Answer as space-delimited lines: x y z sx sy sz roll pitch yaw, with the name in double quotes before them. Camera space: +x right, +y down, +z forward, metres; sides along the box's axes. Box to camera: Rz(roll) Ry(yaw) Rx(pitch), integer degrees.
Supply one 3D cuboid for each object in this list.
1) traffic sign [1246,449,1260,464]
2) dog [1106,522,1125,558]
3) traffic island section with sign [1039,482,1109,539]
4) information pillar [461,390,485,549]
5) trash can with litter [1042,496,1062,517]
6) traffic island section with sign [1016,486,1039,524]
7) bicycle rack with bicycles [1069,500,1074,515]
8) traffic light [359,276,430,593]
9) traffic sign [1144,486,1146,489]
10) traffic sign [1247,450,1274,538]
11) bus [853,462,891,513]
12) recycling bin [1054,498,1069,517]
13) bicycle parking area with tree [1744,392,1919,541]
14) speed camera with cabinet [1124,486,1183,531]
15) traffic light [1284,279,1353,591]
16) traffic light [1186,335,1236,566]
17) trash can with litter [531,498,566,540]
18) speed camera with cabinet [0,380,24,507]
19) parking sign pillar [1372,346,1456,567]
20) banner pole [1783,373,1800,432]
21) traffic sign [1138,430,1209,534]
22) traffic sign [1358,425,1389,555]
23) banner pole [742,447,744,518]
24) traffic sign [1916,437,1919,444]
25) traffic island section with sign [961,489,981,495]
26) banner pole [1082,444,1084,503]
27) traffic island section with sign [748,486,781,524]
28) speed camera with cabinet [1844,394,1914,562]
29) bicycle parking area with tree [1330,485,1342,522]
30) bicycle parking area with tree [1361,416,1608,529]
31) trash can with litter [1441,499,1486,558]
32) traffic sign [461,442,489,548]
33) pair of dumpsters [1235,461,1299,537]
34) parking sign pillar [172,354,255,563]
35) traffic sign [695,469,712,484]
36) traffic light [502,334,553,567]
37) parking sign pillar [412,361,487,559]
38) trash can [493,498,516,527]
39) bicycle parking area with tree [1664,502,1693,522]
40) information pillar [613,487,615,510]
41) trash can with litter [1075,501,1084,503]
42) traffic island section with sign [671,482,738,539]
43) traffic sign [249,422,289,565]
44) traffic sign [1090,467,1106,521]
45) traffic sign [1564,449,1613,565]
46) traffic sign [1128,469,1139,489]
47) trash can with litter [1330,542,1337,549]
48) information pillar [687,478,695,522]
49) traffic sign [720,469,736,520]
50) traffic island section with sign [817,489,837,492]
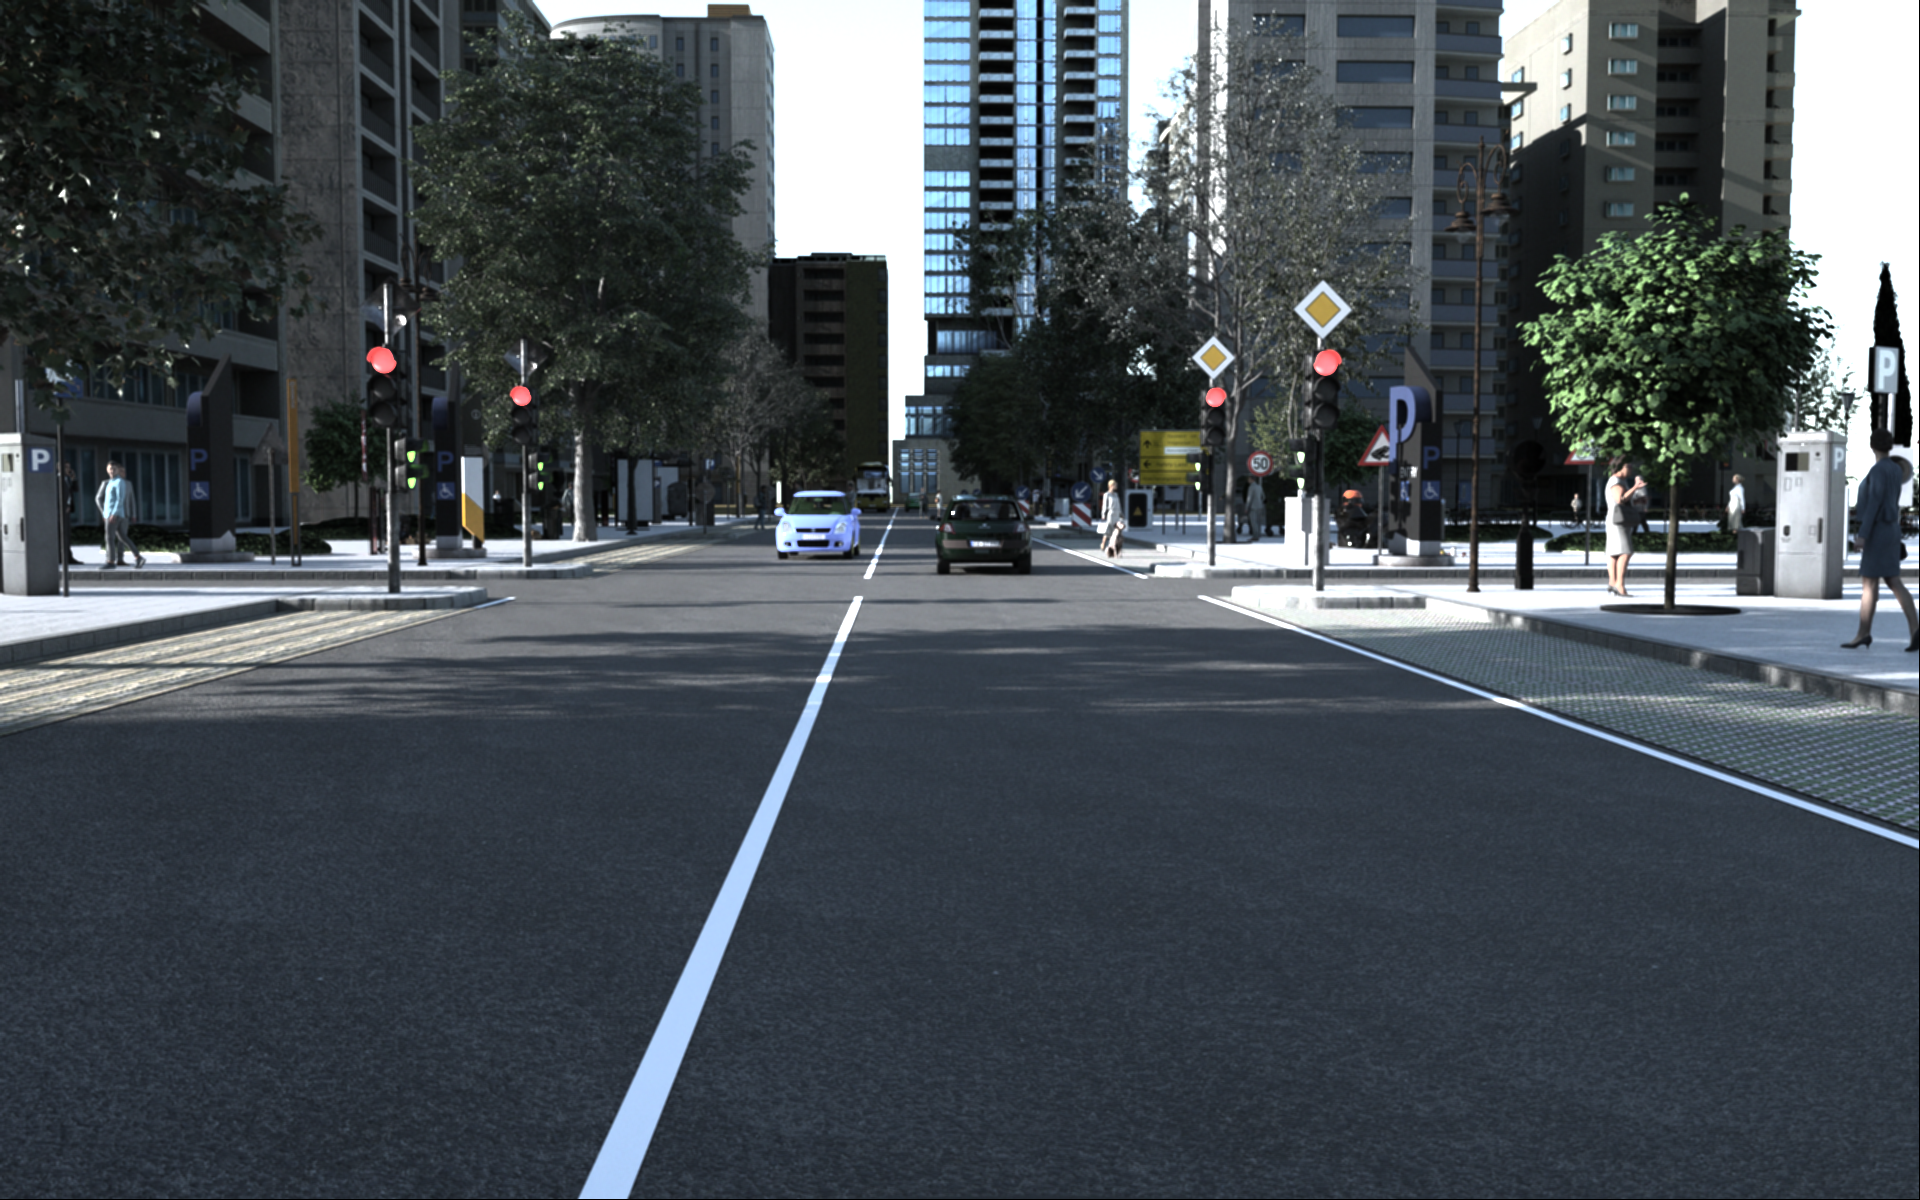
"traffic sign" 8.809 -3.126 50.842 0.795 2.593 0.064 0 4 7
"dog" 3.547 -1.353 38.958 0.513 0.831 0.800 1 4 18
"traffic island section with sign" 3.702 -2.866 55.482 1.989 1.847 2.006 0 4 -2
"information pillar" -10.924 -2.905 38.856 0.504 3.616 0.183 -3 5 -43
"trash can with litter" 5.142 -5.211 96.580 1.055 1.170 0.624 -3 5 -40
"traffic island section with sign" 2.826 -4.513 82.423 1.989 1.847 2.006 0 4 -2
"bicycle rack with bicycles" 6.668 -5.617 105.214 2.925 0.926 2.852 2 4 25
"traffic light" -7.333 -2.047 22.392 0.839 4.253 0.868 0 4 -2
"traffic sign" 8.347 -4.772 78.134 0.768 2.556 0.104 0 4 6
"traffic sign" 8.756 -3.086 50.558 0.768 2.556 0.104 0 4 3
"bus" -7.074 -8.915 137.313 2.896 3.916 12.252 0 4 -4
"recycling bin" 5.800 -5.313 99.416 0.722 1.027 0.722 2 4 33
"bicycle parking area with tree" 26.576 -3.668 46.974 9.016 4.147 8.231 -2 4 -26
"speed camera with cabinet" 6.793 -4.061 60.734 2.038 3.252 0.660 0 4 3
"traffic light" 4.721 -2.072 22.801 0.839 4.253 0.868 0 4 -2
"traffic light" 4.461 -2.560 30.781 0.839 4.253 0.868 0 4 -2
"trash can with litter" -11.568 -2.255 48.264 0.624 1.170 1.055 3 5 43
"speed camera with cabinet" -16.941 -2.169 29.798 2.038 3.252 0.660 -1 4 -9
"parking sign pillar" 8.140 -2.598 30.956 1.447 3.967 1.447 -1 4 -10
"banner pole" 15.049 -2.530 31.379 0.863 3.779 0.401 -3 5 -44
"traffic sign" 6.783 -3.729 54.835 2.265 3.308 0.079 0 4 1
"traffic sign" 7.891 -1.986 32.481 0.884 2.594 0.081 0 4 5
"banner pole" -11.472 -6.215 91.636 0.401 3.779 0.863 0 4 -5
"traffic sign" 10.661 -1.134 18.538 0.884 2.594 0.081 0 4 3
"traffic island section with sign" 1.173 -7.582 132.597 1.989 1.847 2.006 0 4 -2
"banner pole" 5.666 -5.500 79.947 0.401 3.779 0.863 0 4 5
"traffic island section with sign" -8.995 -4.501 82.213 1.989 1.847 2.006 0 4 -2
"speed camera with cabinet" 16.885 -2.355 32.836 2.038 3.252 0.660 1 4 19
"bicycle parking area with tree" 19.117 -5.657 79.496 8.231 4.147 9.016 3 5 39
"bicycle parking area with tree" 20.437 -4.871 66.651 9.016 4.147 8.231 0 4 -3
"trash can with litter" 10.020 -1.515 35.827 1.678 1.210 2.233 1 4 17
"traffic sign" -11.153 -2.421 39.689 0.768 2.556 0.104 0 4 7
"pair of dumpsters" 9.578 -3.124 53.565 1.574 2.255 4.437 0 4 -2
"parking sign pillar" -14.123 -2.702 32.655 1.447 3.967 1.447 0 4 -4
"traffic sign" -13.087 -5.402 88.334 0.884 2.594 0.081 0 4 5
"traffic light" -7.593 -2.535 30.373 0.839 4.253 0.868 0 4 -2
"parking sign pillar" -10.221 -2.820 34.580 1.447 3.967 1.447 -1 4 -12
"trash can" -14.754 -2.715 56.052 0.748 1.137 0.748 0 3 0
"bicycle parking area with tree" 36.445 -5.537 77.529 8.231 4.147 9.016 0 4 4
"information pillar" -16.150 -5.536 81.863 0.504 3.616 0.183 -2 4 -29
"trash can with litter" 7.259 -5.597 102.901 0.624 1.170 1.055 -1 4 -18
"traffic island section with sign" -8.120 -2.853 55.272 1.989 1.847 2.006 0 4 -2
"traffic sign" -12.447 -1.916 31.330 0.884 2.594 0.081 0 4 7
"traffic sign" 6.468 -4.968 81.324 0.768 2.556 0.104 0 4 0
"traffic sign" 11.274 -1.900 31.066 0.884 2.594 0.081 0 4 8
"traffic sign" 7.820 -4.691 76.806 0.768 2.556 0.104 0 4 -1
"trash can with litter" 8.229 -1.780 40.497 1.055 1.170 0.624 -1 4 -9
"information pillar" -12.465 -4.635 80.276 0.304 2.012 0.304 0 4 5
"traffic sign" -11.561 -5.273 86.316 0.768 2.556 0.104 0 4 1
"traffic island section with sign" -10.643 -7.575 132.482 1.989 1.847 2.006 0 4 -2
